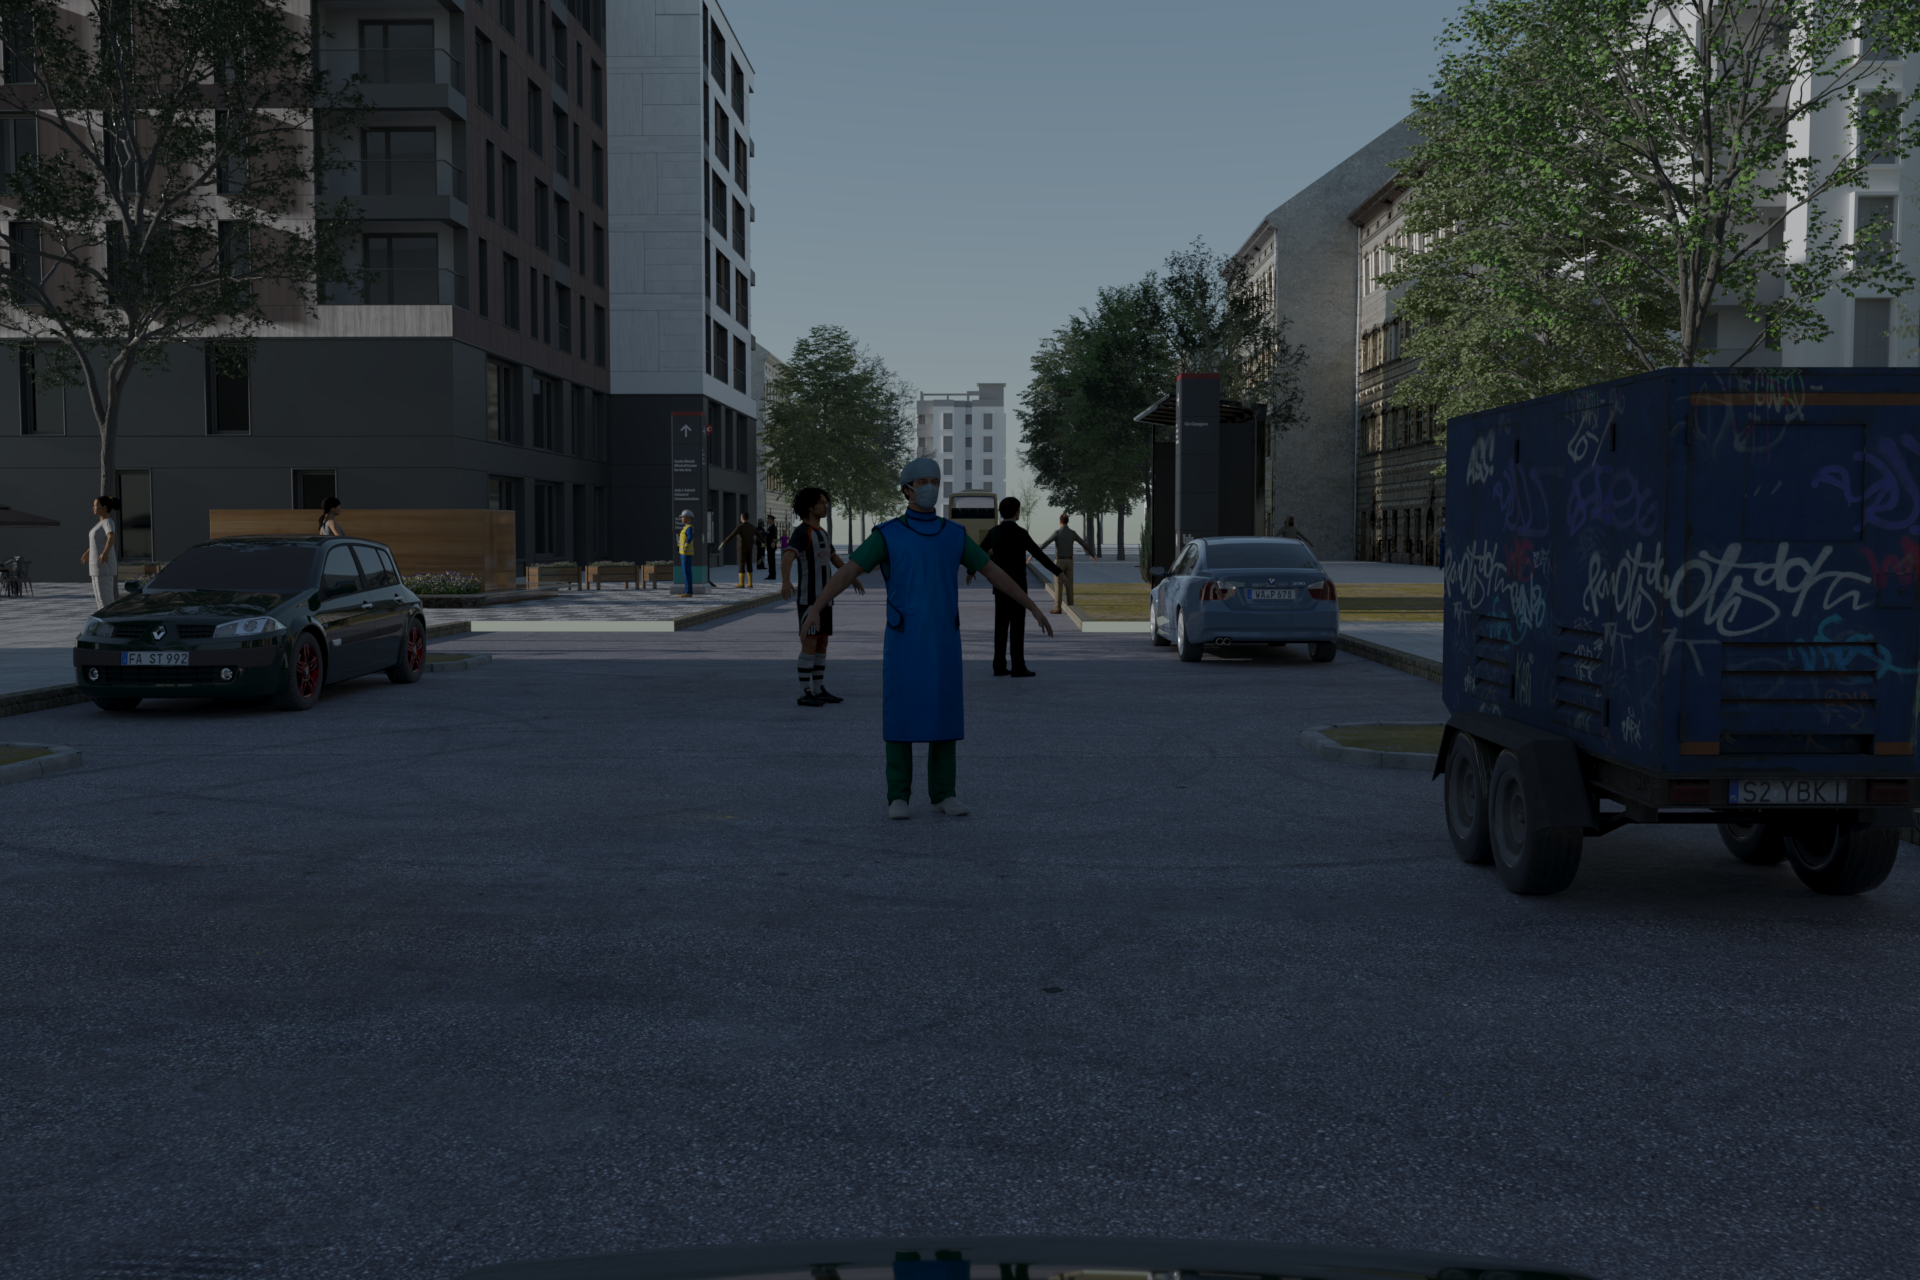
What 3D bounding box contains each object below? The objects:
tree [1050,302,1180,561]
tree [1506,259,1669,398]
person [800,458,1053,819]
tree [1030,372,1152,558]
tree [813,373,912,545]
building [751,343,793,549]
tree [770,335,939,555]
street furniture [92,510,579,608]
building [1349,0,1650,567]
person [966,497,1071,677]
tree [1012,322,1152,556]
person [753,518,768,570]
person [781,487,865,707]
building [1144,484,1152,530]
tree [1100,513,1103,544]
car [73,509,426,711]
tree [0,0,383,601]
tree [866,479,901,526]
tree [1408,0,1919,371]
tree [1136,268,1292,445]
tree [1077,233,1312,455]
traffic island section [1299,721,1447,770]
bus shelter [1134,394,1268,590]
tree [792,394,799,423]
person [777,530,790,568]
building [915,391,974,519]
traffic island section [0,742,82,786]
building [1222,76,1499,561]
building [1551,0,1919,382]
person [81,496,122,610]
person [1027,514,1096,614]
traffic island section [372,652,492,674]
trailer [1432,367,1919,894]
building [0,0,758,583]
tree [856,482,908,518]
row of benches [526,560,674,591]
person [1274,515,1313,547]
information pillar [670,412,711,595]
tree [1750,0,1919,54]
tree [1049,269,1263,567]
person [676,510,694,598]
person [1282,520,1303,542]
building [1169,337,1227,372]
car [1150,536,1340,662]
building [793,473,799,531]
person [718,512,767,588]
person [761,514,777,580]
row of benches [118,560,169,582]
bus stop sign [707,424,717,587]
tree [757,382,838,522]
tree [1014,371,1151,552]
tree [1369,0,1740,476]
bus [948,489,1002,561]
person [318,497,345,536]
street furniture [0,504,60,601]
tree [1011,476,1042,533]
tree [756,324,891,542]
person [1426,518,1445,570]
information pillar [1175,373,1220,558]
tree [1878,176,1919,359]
[{"bbox_3d":[8.073,-10.116,83.519,7.486,12.596,7.792,0,3,0],"label":"tree"},{"bbox_3d":[15.571,-5.756,44.478,4.360,8.622,3.978,0,3,0],"label":"tree"},{"bbox_3d":[-0.181,-0.013,8.797,1.347,1.817,0.704,-1,4,-21],"label":"person"},{"bbox_3d":[7.659,-9.753,93.876,8.767,10.594,7.601,1,4,14],"label":"tree"},{"bbox_3d":[-7.218,-12.502,122.533,7.486,12.596,7.792,0,3,0],"label":"tree"},{"bbox_3d":[-25.288,-19.736,153.607,19.493,23.208,18.063,0,4,1],"label":"building"},{"bbox_3d":[-6.891,-12.081,107.902,12.009,13.543,11.850,0,3,0],"label":"tree"},{"bbox_3d":[-12.569,-1.592,32.883,9.812,1.723,11.010,0,4,3],"label":"street furniture"},{"bbox_3d":[27.970,-14.813,73.118,19.493,23.208,18.063,0,4,1],"label":"building"},{"bbox_3d":[0.525,-0.538,17.437,1.347,1.806,0.705,3,5,42],"label":"person"},{"bbox_3d":[7.878,-12.030,103.345,9.857,13.997,8.962,0,3,0],"label":"tree"},{"bbox_3d":[-7.168,-3.474,62.575,0.705,1.856,1.354,2,4,26],"label":"person"},{"bbox_3d":[-1.196,-0.362,14.524,0.704,1.843,1.345,2,4,24],"label":"person"},{"bbox_3d":[25.396,-14.896,185.692,9.099,9.664,28.070,0,4,1],"label":"building"},{"bbox_3d":[19.013,-22.506,223.866,12.611,20.169,13.585,0,3,0],"label":"tree"},{"bbox_3d":[-6.109,-0.337,15.297,2.009,1.686,4.222,0,4,2],"label":"car"},{"bbox_3d":[-11.482,-5.401,22.712,8.767,10.594,7.601,0,4,-3],"label":"tree"},{"bbox_3d":[-6.504,-11.058,131.166,4.360,8.622,3.978,0,3,0],"label":"tree"},{"bbox_3d":[9.600,-5.938,22.839,9.928,11.665,9.643,0,3,0],"label":"tree"},{"bbox_3d":[7.541,-5.933,47.370,4.360,8.622,3.978,0,3,0],"label":"tree"},{"bbox_3d":[7.357,-7.369,54.897,8.767,10.594,7.601,2,4,28],"label":"tree"},{"bbox_3d":[3.306,0.698,11.452,1.991,0.108,1.994,0,4,1],"label":"traffic island section"},{"bbox_3d":[4.372,-2.497,32.104,1.731,3.624,6.357,0,4,0],"label":"bus shelter"},{"bbox_3d":[-21.371,-22.222,219.219,12.611,20.169,13.585,0,3,0],"label":"tree"},{"bbox_3d":[-6.566,-3.380,64.528,0.991,1.433,0.599,1,4,14],"label":"person"},{"bbox_3d":[-5.295,-22.199,221.832,11.380,20.090,16.016,1,4,8],"label":"building"},{"bbox_3d":[-6.435,0.771,10.253,1.991,0.108,1.994,0,4,1],"label":"traffic island section"},{"bbox_3d":[24.525,-15.931,91.393,19.493,23.208,18.063,0,4,2],"label":"building"},{"bbox_3d":[26.684,-12.542,61.488,16.016,20.090,11.380,0,4,2],"label":"building"},{"bbox_3d":[-10.275,-0.847,20.612,0.721,1.739,1.217,-3,4,-36],"label":"person"},{"bbox_3d":[1.856,-1.369,31.107,1.348,1.796,0.705,-1,4,-19],"label":"person"},{"bbox_3d":[-6.199,0.251,18.763,1.991,0.108,1.994,0,4,1],"label":"traffic island section"},{"bbox_3d":[2.889,-0.052,7.902,1.471,1.999,3.904,0,4,0],"label":"trailer"},{"bbox_3d":[-23.352,-13.286,61.196,27.936,21.610,32.646,0,4,1],"label":"building"},{"bbox_3d":[-9.828,-17.424,219.286,7.601,10.594,8.767,1,4,8],"label":"tree"},{"bbox_3d":[-7.966,-1.505,40.075,4.104,0.672,1.422,-3,4,-37],"label":"row of benches"},{"bbox_3d":[9.281,-2.604,48.699,1.348,1.813,0.705,-1,4,-17],"label":"person"},{"bbox_3d":[-5.758,-2.909,36.934,0.750,3.857,0.750,0,4,2],"label":"information pillar"},{"bbox_3d":[9.374,-6.018,8.771,12.009,13.543,11.850,0,3,0],"label":"tree"},{"bbox_3d":[7.496,-8.633,66.897,9.928,11.665,9.643,0,3,0],"label":"tree"},{"bbox_3d":[-5.613,-1.751,35.090,0.721,1.772,1.216,-1,4,-17],"label":"person"},{"bbox_3d":[11.754,-3.422,62.228,0.705,1.796,1.348,-3,5,-42],"label":"person"},{"bbox_3d":[28.603,-19.669,152.517,19.493,23.208,18.063,0,4,1],"label":"building"},{"bbox_3d":[3.332,-0.532,20.708,2.014,1.417,4.499,0,4,0],"label":"car"},{"bbox_3d":[-21.312,-14.650,181.682,9.099,9.664,28.070,0,4,1],"label":"building"},{"bbox_3d":[-5.173,-2.169,41.599,1.346,1.812,0.704,-3,5,-40],"label":"person"},{"bbox_3d":[-5.325,-2.611,48.621,0.705,1.837,1.347,-1,4,-19],"label":"person"},{"bbox_3d":[-18.100,-1.534,40.549,4.104,0.672,1.422,2,4,23],"label":"row of benches"},{"bbox_3d":[-6.369,-3.270,42.163,0.855,3.939,0.416,0,4,1],"label":"bus stop sign"},{"bbox_3d":[-7.648,-8.111,82.971,4.737,8.622,4.395,0,3,0],"label":"tree"},{"bbox_3d":[9.047,-13.200,126.185,12.009,13.543,11.850,0,3,0],"label":"tree"},{"bbox_3d":[12.231,-7.210,36.004,7.486,12.596,7.792,0,3,0],"label":"tree"},{"bbox_3d":[0.842,-6.262,93.938,2.896,3.916,12.252,0,4,2],"label":"bus"},{"bbox_3d":[-7.598,-0.883,21.250,0.721,1.737,1.217,-3,4,-37],"label":"person"},{"bbox_3d":[-32.326,-1.579,30.845,27.439,1.986,14.083,0,4,3],"label":"street furniture"},{"bbox_3d":[8.887,-16.454,219.388,4.360,8.622,3.978,0,3,0],"label":"tree"},{"bbox_3d":[-7.558,-10.779,94.363,7.486,12.596,7.792,0,3,0],"label":"tree"},{"bbox_3d":[17.106,-3.378,61.079,1.347,1.847,0.705,2,4,24],"label":"person"},{"bbox_3d":[3.860,-2.375,28.213,0.750,3.857,0.750,0,4,1],"label":"information pillar"},{"bbox_3d":[17.837,-4.737,27.808,4.360,8.622,3.978,0,3,0],"label":"tree"}]
